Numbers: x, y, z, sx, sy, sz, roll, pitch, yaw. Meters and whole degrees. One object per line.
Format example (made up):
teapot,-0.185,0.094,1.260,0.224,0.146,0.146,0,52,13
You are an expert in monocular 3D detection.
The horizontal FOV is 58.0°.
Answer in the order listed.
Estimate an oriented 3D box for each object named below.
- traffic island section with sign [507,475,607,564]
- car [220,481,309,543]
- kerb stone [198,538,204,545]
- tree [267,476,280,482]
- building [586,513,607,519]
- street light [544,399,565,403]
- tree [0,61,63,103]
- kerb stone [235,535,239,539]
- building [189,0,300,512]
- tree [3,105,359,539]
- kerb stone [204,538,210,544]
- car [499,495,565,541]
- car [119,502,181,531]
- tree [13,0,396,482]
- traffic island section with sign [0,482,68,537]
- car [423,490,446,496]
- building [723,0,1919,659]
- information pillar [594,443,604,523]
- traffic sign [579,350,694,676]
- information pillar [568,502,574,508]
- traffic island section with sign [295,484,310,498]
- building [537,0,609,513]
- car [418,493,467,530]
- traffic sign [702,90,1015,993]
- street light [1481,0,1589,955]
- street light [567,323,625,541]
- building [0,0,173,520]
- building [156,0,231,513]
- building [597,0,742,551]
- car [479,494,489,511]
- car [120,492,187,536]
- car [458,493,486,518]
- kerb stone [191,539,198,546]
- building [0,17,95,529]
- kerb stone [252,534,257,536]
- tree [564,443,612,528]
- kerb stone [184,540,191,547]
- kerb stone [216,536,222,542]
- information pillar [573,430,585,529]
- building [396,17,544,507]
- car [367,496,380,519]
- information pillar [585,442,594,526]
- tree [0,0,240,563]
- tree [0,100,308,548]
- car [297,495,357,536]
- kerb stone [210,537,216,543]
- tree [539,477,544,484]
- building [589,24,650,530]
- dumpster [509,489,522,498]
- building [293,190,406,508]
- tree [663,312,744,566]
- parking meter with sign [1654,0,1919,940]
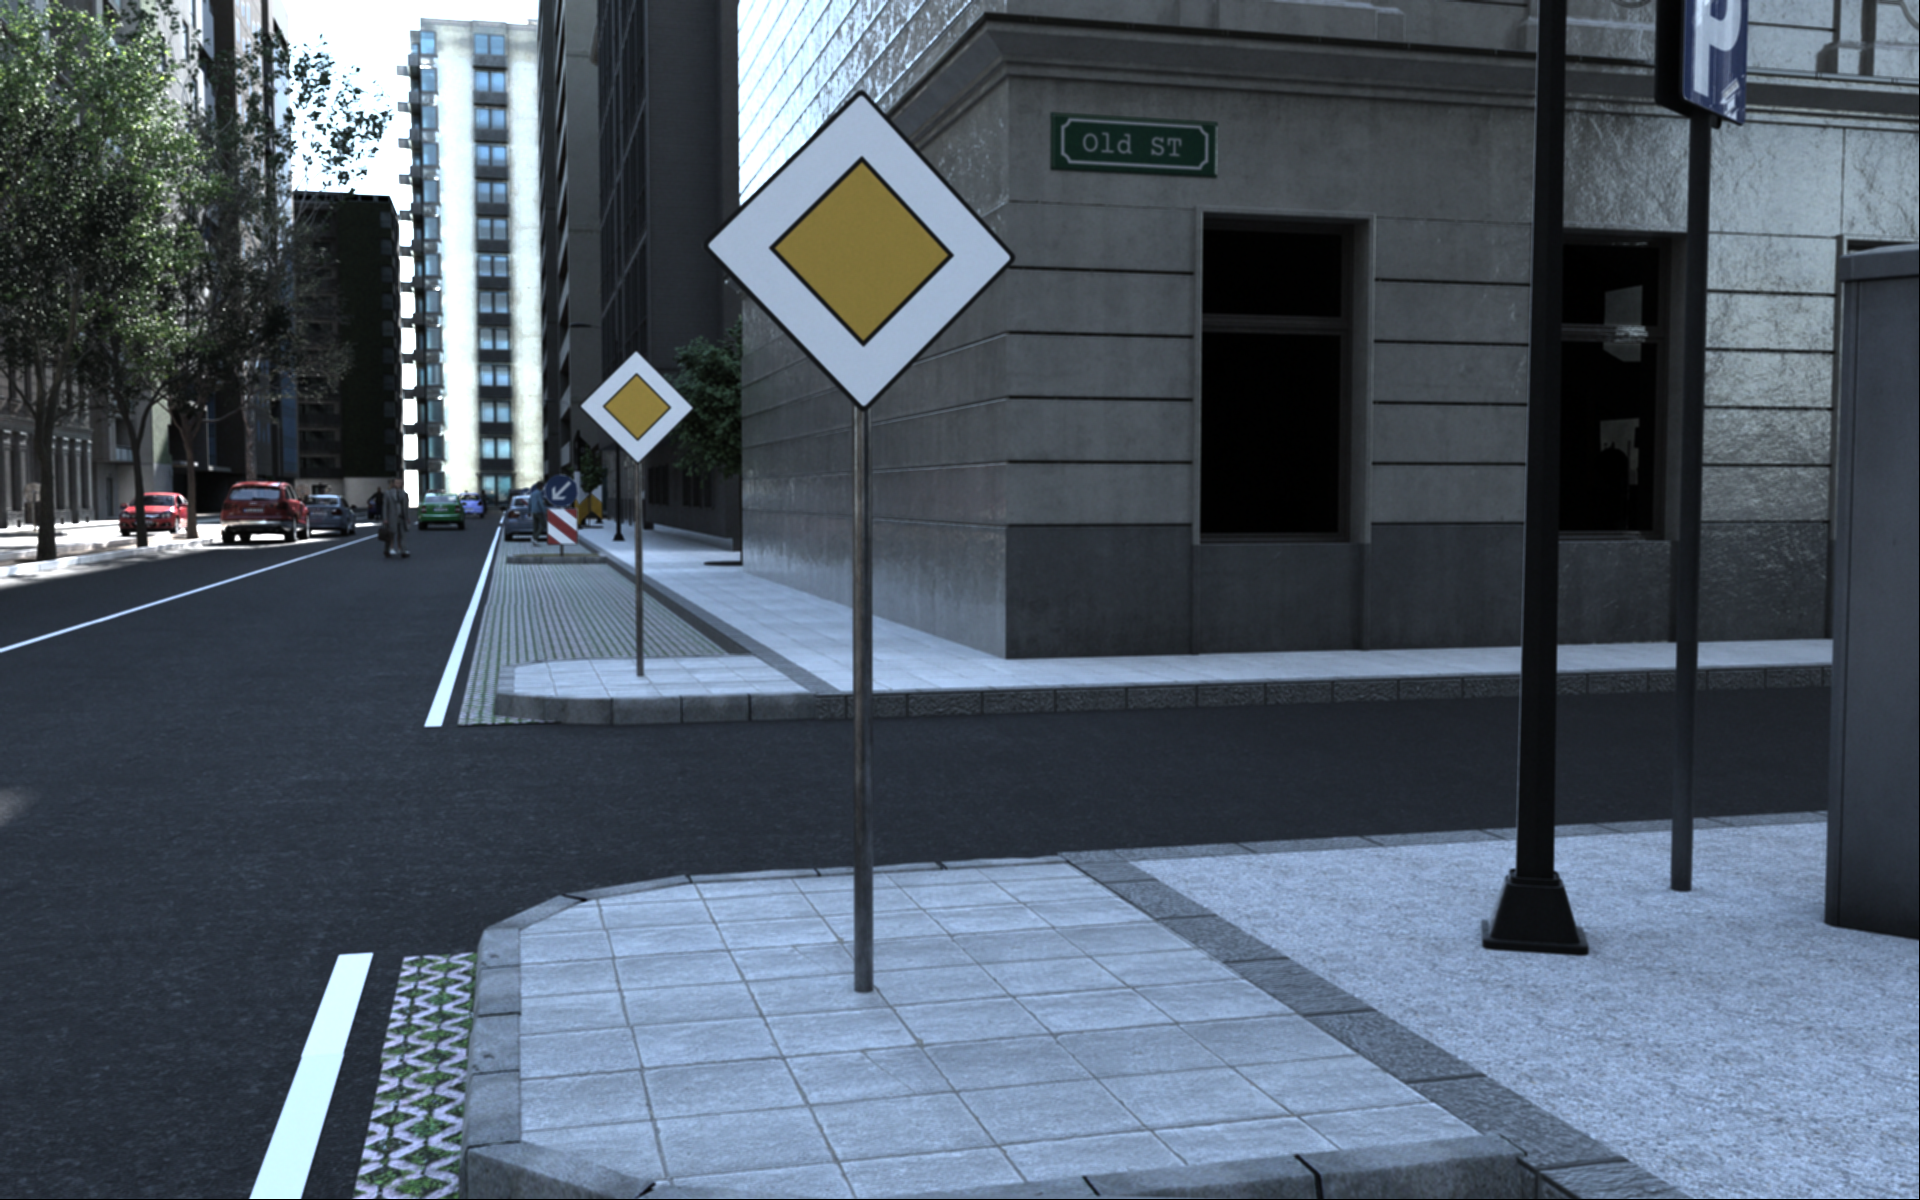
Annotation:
traffic island section with sign,-8.419,-1.677,36.042,1.989,1.847,2.006,-1,4,-14
car,-21.027,-2.680,52.499,2.281,1.827,5.304,-1,4,-14
kerb stone,-21.431,-1.615,48.593,0.120,0.150,1.000,-1,4,-14
tree,-55.149,-8.806,138.580,1.663,3.219,1.824,0,3,0
building,-12.648,-29.257,102.047,21.300,48.544,21.600,-1,4,-14
street light,-19.713,-6.892,85.224,1.470,5.913,1.316,-1,4,-14
tree,-17.203,-5.542,27.489,8.767,10.594,7.601,-1,4,-14
kerb stone,-23.492,-2.100,56.532,0.120,0.150,1.000,-1,4,-14
building,-63.942,-30.244,144.596,14.200,45.320,14.600,-1,4,-14
tree,-24.314,-8.663,54.462,12.009,13.543,11.850,0,3,0
kerb stone,-21.690,-1.675,49.583,0.120,0.150,1.000,-1,4,-14
car,-13.253,-2.553,53.747,2.014,1.417,4.499,-1,4,-14
car,-31.480,-3.351,67.363,1.945,1.354,3.894,-1,4,-14
tree,-28.383,-12.701,66.003,12.611,20.169,13.585,0,3,0
traffic island section with sign,-31.288,-3.044,58.393,1.989,1.847,2.006,-1,4,-14
car,-44.982,-8.574,148.864,2.281,1.827,5.304,-1,4,-16
building,19.127,-15.235,25.503,44.131,29.872,17.030,-1,4,-14
information pillar,-15.883,-5.163,75.768,0.504,3.616,0.183,0,4,3
traffic sign,-2.257,-0.520,12.145,0.795,2.450,0.064,-1,4,-14
information pillar,-15.890,-4.074,71.102,0.304,2.012,0.304,-2,4,-29
traffic island section with sign,-31.191,-4.518,82.012,2.006,1.907,1.989,-1,4,-14
building,-25.263,-32.202,150.201,21.300,48.544,21.600,-1,4,-14
car,-21.242,-3.805,71.013,1.959,1.807,4.718,-1,4,-15
traffic sign,-0.252,-0.047,4.415,0.795,2.450,0.064,-1,4,-14
street light,1.122,-1.965,4.671,1.470,5.913,1.316,-1,4,-14
street light,-9.900,-4.571,47.279,1.470,5.913,1.316,-1,4,-14
building,-47.935,-24.537,84.779,14.154,41.232,14.086,-1,4,-14
building,-60.275,-31.403,102.673,28.713,52.752,27.495,-1,4,-14
building,-2.906,-15.730,50.691,14.314,27.812,24.014,-1,4,-14
car,-40.522,-8.143,145.145,2.014,1.417,4.499,-1,4,-14
car,-28.272,-3.179,61.014,2.155,1.783,4.494,-1,4,-14
car,-29.733,-5.832,104.948,1.945,1.707,3.694,-1,4,-15
kerb stone,-21.168,-1.552,47.605,0.120,0.150,1.000,-1,4,-14
building,-40.528,-13.268,66.089,9.793,20.994,18.267,-1,4,-14
kerb stone,-24.267,-2.278,59.500,0.120,0.150,1.000,-1,4,-14
tree,-14.251,-4.358,65.860,1.663,3.219,1.824,0,3,0
kerb stone,-20.910,-1.490,46.616,0.120,0.150,1.000,-1,4,-14
kerb stone,-22.197,-1.791,51.566,0.120,0.150,1.000,-1,4,-14
information pillar,-14.004,-4.405,63.373,0.183,3.616,0.504,-2,4,-31
building,-41.270,-34.138,177.764,30.456,49.044,23.786,-1,4,-14
car,-33.634,-5.418,101.157,1.945,1.354,3.894,-1,4,-16
information pillar,-15.191,-4.814,70.070,0.504,3.616,0.183,-3,5,-40
tree,-19.131,-6.598,36.098,9.928,11.665,9.643,0,3,0
tree,-21.342,-6.620,45.107,8.767,10.594,7.601,-1,4,-14
car,-22.115,-2.956,60.328,2.014,1.417,4.499,-1,4,-15
kerb stone,-21.940,-1.736,50.576,0.120,0.150,1.000,-1,4,-14
tree,-38.455,-10.151,160.571,1.663,3.219,1.824,0,3,0
building,-8.974,-16.963,74.616,12.463,27.353,25.104,-1,4,-14
dumpster,-37.429,-8.506,147.281,1.865,1.857,1.264,-1,4,-15
building,-61.522,-24.219,167.676,14.107,30.474,14.160,-1,4,-14
tree,-4.004,-2.931,31.635,4.285,4.588,4.351,0,3,0
parking meter with sign,2.942,-0.532,4.963,1.738,3.016,0.543,3,5,43
